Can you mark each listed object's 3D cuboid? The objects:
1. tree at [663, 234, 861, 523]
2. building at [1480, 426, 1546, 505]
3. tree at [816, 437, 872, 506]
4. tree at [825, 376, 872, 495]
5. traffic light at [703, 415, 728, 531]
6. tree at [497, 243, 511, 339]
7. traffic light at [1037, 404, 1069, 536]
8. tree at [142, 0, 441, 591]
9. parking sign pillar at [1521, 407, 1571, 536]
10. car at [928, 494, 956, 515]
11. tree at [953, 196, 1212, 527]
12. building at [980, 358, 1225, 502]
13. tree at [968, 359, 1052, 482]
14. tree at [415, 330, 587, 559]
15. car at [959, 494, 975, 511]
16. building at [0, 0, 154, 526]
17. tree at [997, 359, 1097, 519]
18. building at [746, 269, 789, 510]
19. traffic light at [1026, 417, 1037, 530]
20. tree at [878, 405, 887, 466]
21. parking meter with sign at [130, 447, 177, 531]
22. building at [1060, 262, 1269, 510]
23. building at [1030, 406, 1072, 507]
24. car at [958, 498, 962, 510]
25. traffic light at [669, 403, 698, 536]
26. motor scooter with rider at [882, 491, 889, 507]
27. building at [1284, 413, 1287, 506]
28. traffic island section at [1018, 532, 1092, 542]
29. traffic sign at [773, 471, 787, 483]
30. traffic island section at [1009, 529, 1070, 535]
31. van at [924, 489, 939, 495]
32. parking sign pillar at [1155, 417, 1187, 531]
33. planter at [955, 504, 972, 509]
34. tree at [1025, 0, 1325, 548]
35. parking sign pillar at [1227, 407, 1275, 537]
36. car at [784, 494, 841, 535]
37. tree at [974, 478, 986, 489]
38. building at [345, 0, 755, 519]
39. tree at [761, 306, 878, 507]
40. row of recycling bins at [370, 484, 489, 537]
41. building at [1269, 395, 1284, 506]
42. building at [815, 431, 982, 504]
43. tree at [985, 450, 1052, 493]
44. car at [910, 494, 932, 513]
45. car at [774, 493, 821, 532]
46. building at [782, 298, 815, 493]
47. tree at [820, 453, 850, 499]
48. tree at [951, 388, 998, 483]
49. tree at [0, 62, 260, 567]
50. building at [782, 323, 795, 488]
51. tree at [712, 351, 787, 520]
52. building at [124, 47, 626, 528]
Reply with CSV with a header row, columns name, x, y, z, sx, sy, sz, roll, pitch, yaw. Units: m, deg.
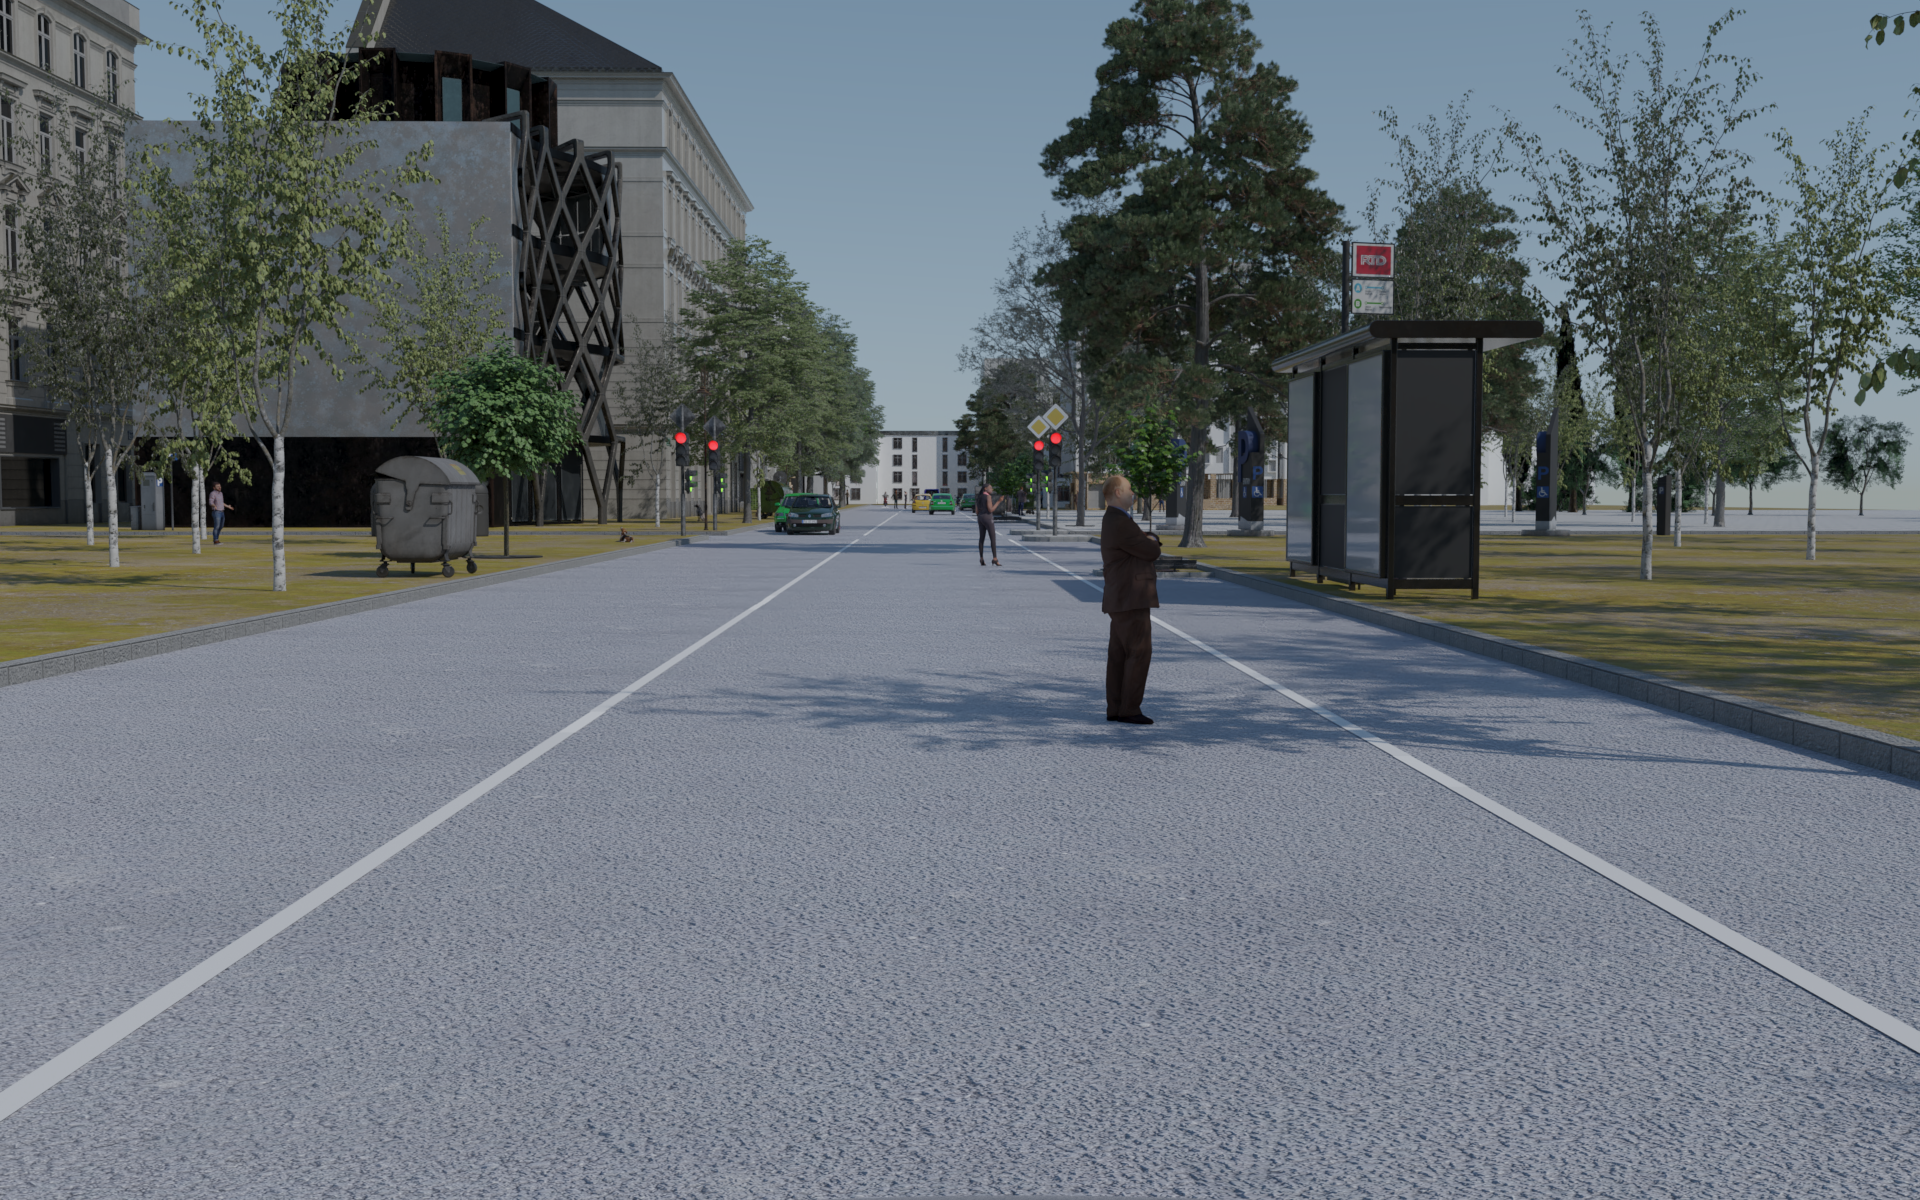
name,x,y,z,sx,sy,sz,roll,pitch,yaw
tree,-8.966,-9.660,76.068,7.486,12.596,7.792,0,3,0
building,61.088,-16.055,204.648,28.070,9.664,9.099,0,4,-1
tree,-12.352,-15.994,183.557,6.751,12.117,7.091,0,3,0
tree,-10.757,-13.166,141.026,9.928,11.665,9.643,0,3,0
traffic light,-8.610,-4.383,60.907,0.839,4.213,0.868,0,4,-1
tree,-13.090,-5.696,43.485,4.737,8.622,4.395,0,3,0
traffic light,2.902,-3.909,53.156,0.839,4.213,0.868,0,4,-1
tree,-9.041,-4.437,22.900,4.737,8.622,4.395,0,3,0
parking sign pillar,18.043,-3.962,53.244,1.447,3.967,1.447,2,4,28
car,-1.234,-6.819,120.285,1.959,1.807,4.718,0,4,1
tree,4.900,-9.653,68.199,12.009,13.543,11.850,0,3,0
building,18.742,-22.474,233.902,31.486,18.905,16.747,0,4,-1
tree,4.134,-13.275,139.098,6.751,12.117,7.091,0,3,0
tree,-9.238,-3.125,34.810,4.285,4.588,4.351,0,3,0
car,0.895,-8.588,149.216,1.959,1.807,4.718,0,4,-2
building,-59.627,-18.114,72.584,44.131,29.872,17.030,0,4,-1
tree,4.347,-8.545,90.077,4.360,8.622,3.978,0,3,0
building,-24.624,-17.448,151.740,16.747,18.905,31.486,0,4,-1
traffic light,2.749,-4.397,61.140,0.839,4.213,0.868,0,4,-1
tree,-11.536,-15.971,167.774,9.857,13.997,8.962,0,3,0
parking meter with sign,-28.503,-3.968,61.135,1.738,3.016,0.543,1,4,17
building,16.587,-17.673,145.380,16.016,20.091,11.380,0,4,-1
building,12.254,-13.650,165.322,9.099,9.664,28.070,0,4,-1
car,0.792,-8.913,158.306,1.945,1.354,3.894,0,4,-1
traffic light,-8.457,-3.895,52.923,0.839,4.213,0.868,0,4,-1
motor scooter with rider,-8.419,-11.360,194.706,0.876,1.779,1.986,0,4,-3
building,41.431,-21.053,200.636,11.380,20.091,16.016,0,4,-1
traffic island section,2.942,-1.895,53.270,2.009,0.180,2.903,0,4,-1
traffic sign,-9.854,-5.792,94.811,0.768,2.556,0.104,0,4,1
traffic island section,2.789,-2.384,61.253,2.009,0.180,2.903,0,4,-1
van,-3.405,-12.324,205.887,2.240,2.365,5.245,0,4,-3
parking sign pillar,7.661,-4.457,61.337,1.447,3.967,1.447,1,4,22
planter,0.307,-10.367,190.632,1.991,0.319,1.994,0,4,-1
tree,5.882,-8.187,41.282,7.806,13.903,7.818,0,3,0
parking sign pillar,8.893,-3.939,52.877,1.447,3.967,1.447,0,4,-8
car,-5.231,-3.191,61.959,2.009,1.686,4.222,0,4,-1
tree,2.432,-12.778,203.517,1.663,3.219,1.824,0,3,0
building,-23.381,-20.366,109.396,17.030,29.872,44.131,0,4,-1
tree,-10.394,-12.991,119.063,9.857,13.997,8.962,0,3,0
row of recycling bins,-16.001,-2.762,52.266,3.534,1.692,1.069,0,4,-2
building,29.815,-21.046,200.522,11.380,20.091,16.016,0,4,-1
building,-10.958,-17.596,229.833,28.070,9.664,9.099,0,4,-1
tree,4.700,-8.070,115.660,4.285,4.588,4.351,0,3,0
car,-2.794,-7.437,131.820,2.015,1.641,3.980,0,3,0
car,-6.068,-3.532,66.543,1.959,1.807,4.718,0,4,1
building,-33.183,-21.366,193.301,32.646,21.610,27.936,0,4,-1
tree,-10.972,-12.138,148.826,4.360,8.622,3.978,0,3,0
tree,2.906,-17.710,196.986,7.806,13.903,7.818,0,3,0
tree,-14.682,-4.878,30.120,4.360,8.622,3.978,0,3,0
building,-24.723,-19.395,173.532,16.016,20.091,11.380,0,4,-1
tree,-10.028,-8.192,84.309,4.737,8.622,4.395,0,3,0
building,-23.118,-12.617,73.736,16.820,18.784,16.811,0,4,-1
